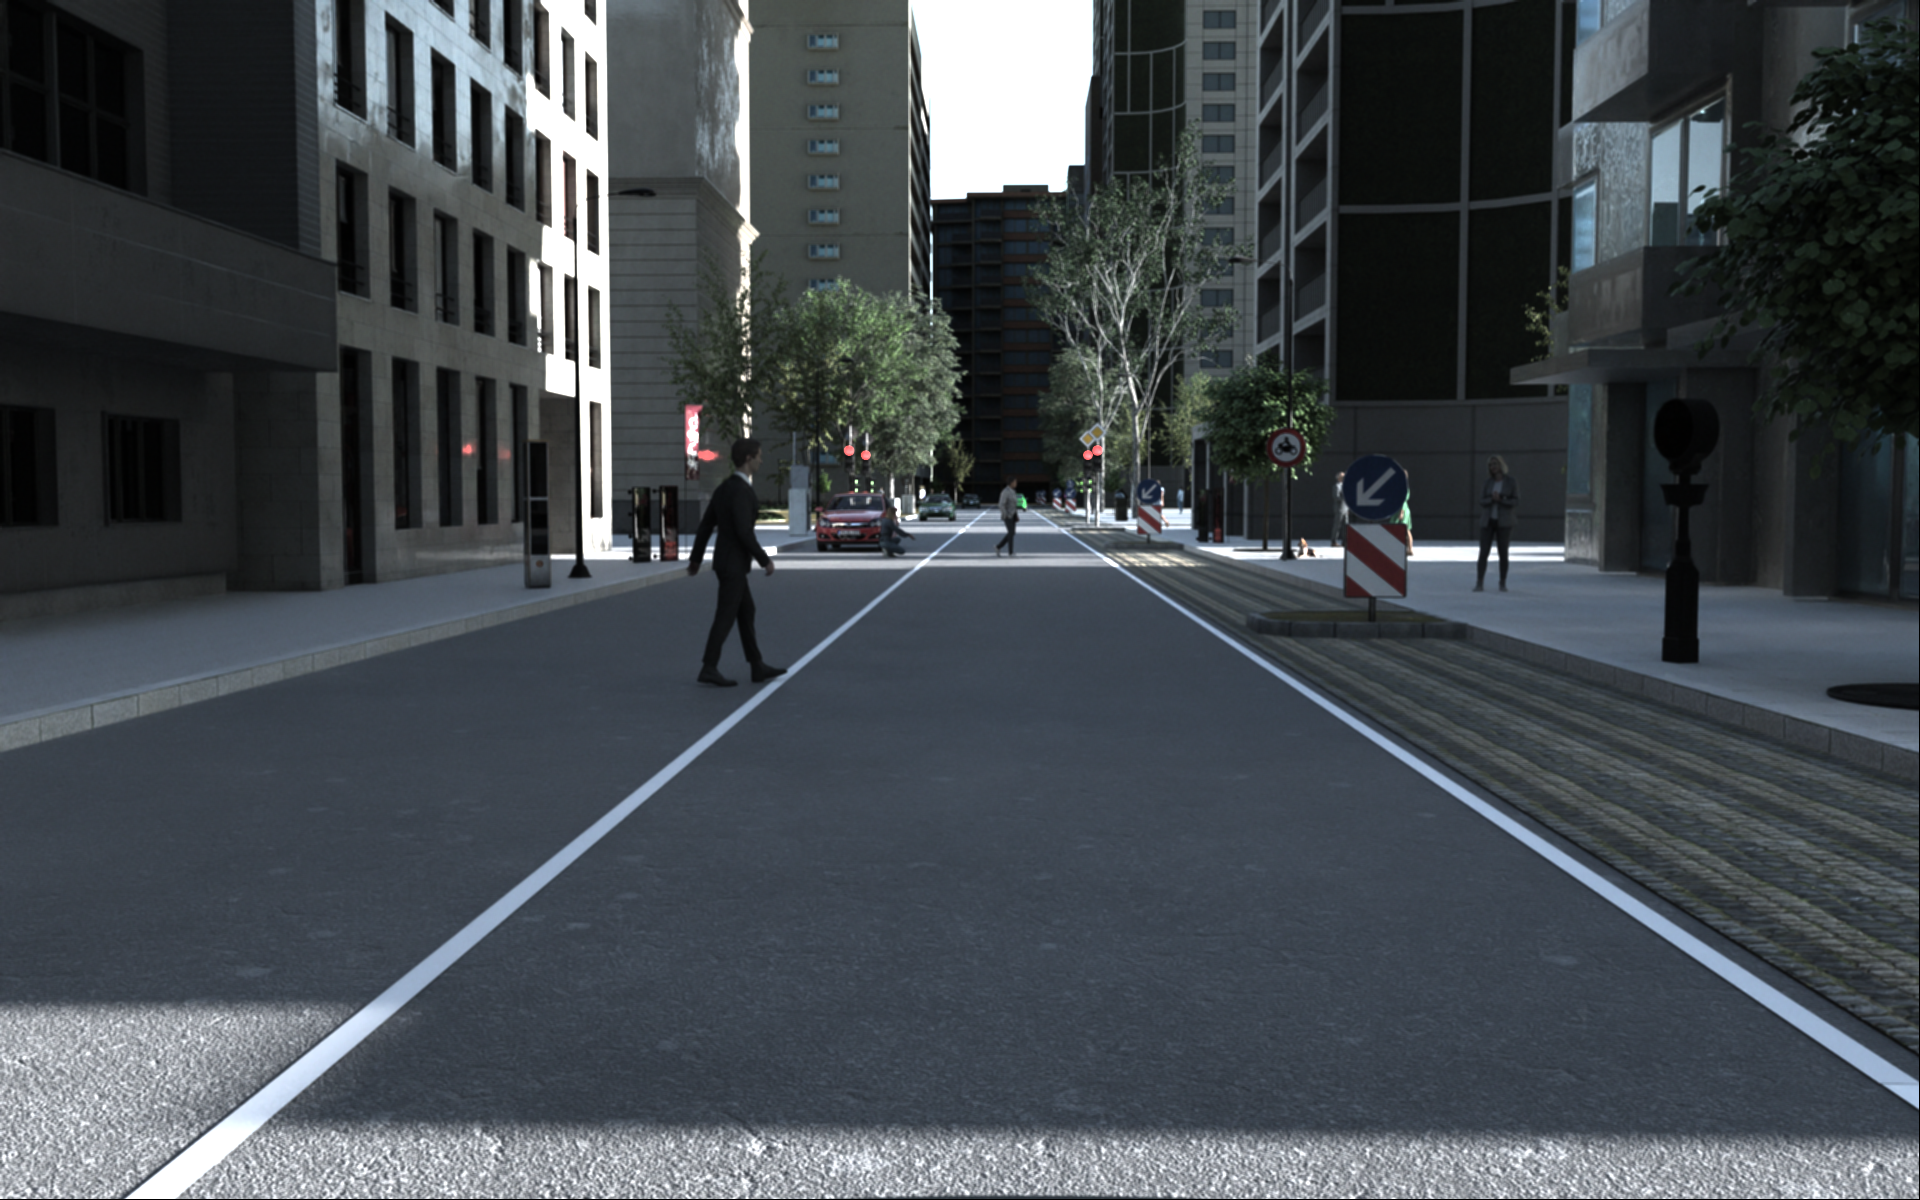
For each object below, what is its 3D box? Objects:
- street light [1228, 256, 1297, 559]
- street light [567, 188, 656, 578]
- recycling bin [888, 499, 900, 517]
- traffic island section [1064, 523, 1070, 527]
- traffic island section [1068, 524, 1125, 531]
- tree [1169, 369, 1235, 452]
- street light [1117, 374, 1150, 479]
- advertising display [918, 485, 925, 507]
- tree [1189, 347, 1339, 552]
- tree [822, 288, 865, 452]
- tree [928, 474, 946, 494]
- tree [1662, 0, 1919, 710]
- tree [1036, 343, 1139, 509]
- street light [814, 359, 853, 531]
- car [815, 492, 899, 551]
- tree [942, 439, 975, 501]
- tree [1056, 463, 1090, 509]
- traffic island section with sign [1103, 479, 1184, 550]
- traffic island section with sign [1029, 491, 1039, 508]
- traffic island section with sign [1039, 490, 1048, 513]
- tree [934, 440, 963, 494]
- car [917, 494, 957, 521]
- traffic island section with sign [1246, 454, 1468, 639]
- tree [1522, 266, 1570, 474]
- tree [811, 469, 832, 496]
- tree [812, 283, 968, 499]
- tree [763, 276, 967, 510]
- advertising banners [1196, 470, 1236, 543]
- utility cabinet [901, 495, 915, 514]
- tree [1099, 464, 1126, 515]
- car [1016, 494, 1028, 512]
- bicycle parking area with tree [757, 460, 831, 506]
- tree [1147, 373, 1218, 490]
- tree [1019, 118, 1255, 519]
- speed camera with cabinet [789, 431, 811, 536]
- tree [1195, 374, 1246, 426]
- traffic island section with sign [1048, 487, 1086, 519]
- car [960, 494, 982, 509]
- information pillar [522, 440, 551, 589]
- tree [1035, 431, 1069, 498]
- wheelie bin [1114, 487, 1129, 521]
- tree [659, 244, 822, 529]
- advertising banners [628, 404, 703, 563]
[{"bbox_3d":[5.929,-3.759,33.998,1.470,5.913,1.316,0,4,2],"label":"street light"},{"bbox_3d":[-5.306,-3.297,26.446,1.470,5.913,1.316,0,4,2],"label":"street light"},{"bbox_3d":[-3.874,-5.253,98.434,0.722,1.027,0.722,1,4,18],"label":"recycling bin"},{"bbox_3d":[5.606,-3.282,75.938,2.009,0.180,2.903,0,4,2],"label":"traffic island section"},{"bbox_3d":[5.388,-2.794,67.956,2.009,0.180,2.903,0,4,2],"label":"traffic island section"},{"bbox_3d":[21.056,-13.395,144.769,9.928,11.665,9.643,0,3,0],"label":"tree"},{"bbox_3d":[6.755,-5.781,67.062,1.470,5.913,1.316,0,4,2],"label":"street light"},{"bbox_3d":[-2.817,-7.486,127.602,0.123,1.923,0.974,1,4,23],"label":"advertising display"},{"bbox_3d":[6.795,-3.373,38.864,4.285,4.588,4.351,0,3,0],"label":"tree"},{"bbox_3d":[-5.480,-6.875,62.767,4.737,8.622,4.395,0,3,0],"label":"tree"},{"bbox_3d":[-2.356,-10.100,159.732,1.663,3.219,1.824,0,3,0],"label":"tree"},{"bbox_3d":[6.161,-1.651,10.711,4.285,4.588,4.351,0,3,0],"label":"tree"},{"bbox_3d":[10.700,-14.554,144.608,9.857,13.997,8.962,0,3,0],"label":"tree"},{"bbox_3d":[-4.348,-5.319,59.507,1.470,5.913,1.316,0,4,2],"label":"street light"},{"bbox_3d":[-2.618,-2.185,44.771,2.155,1.783,4.494,0,4,3],"label":"car"},{"bbox_3d":[-0.356,-16.870,226.187,4.737,8.622,4.395,0,3,0],"label":"tree"},{"bbox_3d":[10.166,-10.363,153.144,4.285,4.588,4.351,0,3,0],"label":"tree"},{"bbox_3d":[4.775,-2.242,45.288,1.989,1.847,2.006,0,4,2],"label":"traffic island section with sign"},{"bbox_3d":[8.382,-10.338,177.655,1.989,1.847,2.006,0,4,2],"label":"traffic island section with sign"},{"bbox_3d":[7.026,-7.283,127.711,1.989,1.847,2.006,0,4,2],"label":"traffic island section with sign"},{"bbox_3d":[-1.464,-16.464,219.540,4.360,8.622,3.978,0,3,0],"label":"tree"},{"bbox_3d":[-1.191,-4.963,92.937,2.131,1.459,4.920,0,4,2],"label":"car"},{"bbox_3d":[4.042,-0.574,18.012,1.989,1.847,2.006,0,4,2],"label":"traffic island section with sign"},{"bbox_3d":[15.162,-5.423,39.030,4.737,8.622,4.395,0,3,0],"label":"tree"},{"bbox_3d":[-10.782,-8.572,134.751,1.663,3.219,1.824,0,3,0],"label":"tree"},{"bbox_3d":[-4.396,-12.168,105.597,9.857,13.997,8.962,0,3,0],"label":"tree"},{"bbox_3d":[-5.423,-9.664,83.764,9.928,11.665,9.643,0,3,0],"label":"tree"},{"bbox_3d":[6.781,-3.015,45.475,0.090,3.025,2.074,-1,4,-23],"label":"advertising banners"},{"bbox_3d":[-3.425,-6.331,114.672,1.020,1.237,0.306,3,5,43],"label":"utility cabinet"},{"bbox_3d":[9.663,-6.924,107.807,1.663,3.219,1.824,0,3,0],"label":"tree"},{"bbox_3d":[4.604,-8.212,143.061,1.959,1.807,4.718,0,4,3],"label":"car"},{"bbox_3d":[-14.503,-9.791,147.079,9.016,4.147,8.231,1,4,23],"label":"bicycle parking area with tree"},{"bbox_3d":[13.845,-9.357,103.344,4.737,8.622,4.395,0,3,0],"label":"tree"},{"bbox_3d":[9.582,-14.243,88.766,12.611,20.169,13.585,0,3,0],"label":"tree"},{"bbox_3d":[-4.986,-3.644,53.914,0.660,3.252,2.038,0,4,-2],"label":"speed camera with cabinet"},{"bbox_3d":[21.451,-12.182,133.587,8.767,10.594,7.601,2,4,25],"label":"tree"},{"bbox_3d":[6.284,-5.626,100.617,1.989,1.847,2.006,0,4,2],"label":"traffic island section with sign"},{"bbox_3d":[1.088,-9.795,171.951,2.131,1.459,4.920,0,4,0],"label":"car"},{"bbox_3d":[-5.776,-1.170,23.630,0.304,2.012,0.304,-2,4,-26],"label":"information pillar"},{"bbox_3d":[10.410,-14.484,187.173,4.737,8.622,4.395,0,3,0],"label":"tree"},{"bbox_3d":[7.699,-4.577,82.735,0.693,1.594,0.980,0,4,-3],"label":"wheelie bin"},{"bbox_3d":[-6.528,-6.106,50.200,4.737,8.622,4.395,0,3,0],"label":"tree"},{"bbox_3d":[-5.590,-2.257,33.094,0.090,3.025,2.074,2,4,33],"label":"advertising banners"}]
